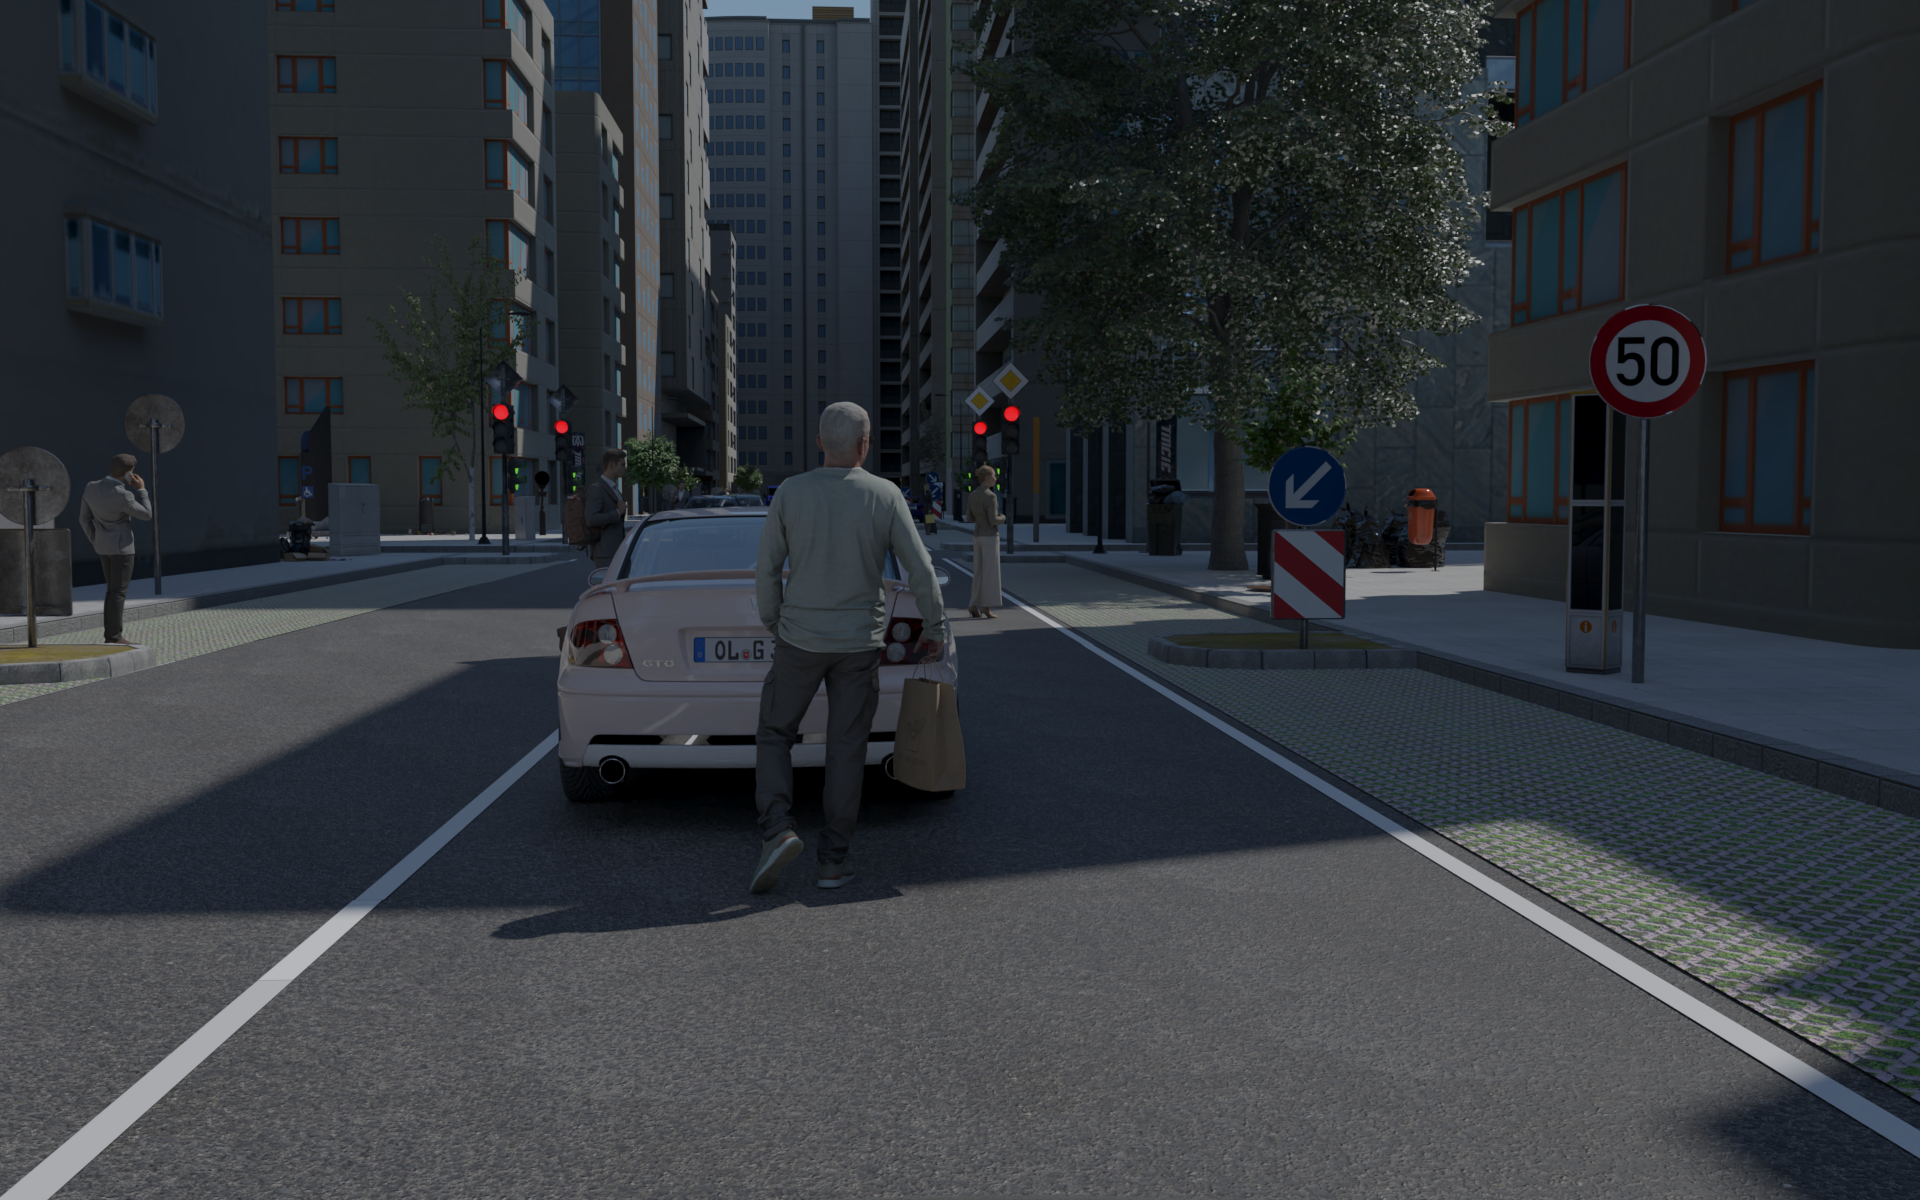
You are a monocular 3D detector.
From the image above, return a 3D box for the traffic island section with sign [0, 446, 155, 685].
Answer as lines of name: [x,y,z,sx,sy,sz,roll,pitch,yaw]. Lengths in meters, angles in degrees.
traffic island section with sign: [-7.624,-0.315,13.773,1.989,1.847,2.006,0,4,-4]

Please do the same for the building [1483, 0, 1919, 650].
building: [21.807,-10.032,9.069,27.650,21.520,28.899,0,4,-4]

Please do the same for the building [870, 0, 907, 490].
building: [-0.629,-47.452,214.096,20.611,71.187,20.563,0,4,-4]

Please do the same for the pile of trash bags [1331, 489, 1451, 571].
pile of trash bags: [7.599,-1.247,30.147,1.912,1.369,3.447,0,4,-3]

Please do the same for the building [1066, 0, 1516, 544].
building: [19.126,-45.370,54.473,31.000,86.520,22.319,0,4,-4]

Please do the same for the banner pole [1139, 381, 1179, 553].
banner pole: [4.342,-2.923,37.806,0.863,3.779,0.401,0,4,-2]

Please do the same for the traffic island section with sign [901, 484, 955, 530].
traffic island section with sign: [-1.218,-3.734,69.674,1.989,1.847,2.006,0,4,-4]

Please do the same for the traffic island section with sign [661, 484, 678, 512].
traffic island section with sign: [-11.625,-3.728,69.589,1.989,1.847,2.006,0,4,-4]

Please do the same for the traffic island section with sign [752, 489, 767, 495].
traffic island section with sign: [-17.086,-8.396,145.904,1.989,1.847,2.006,0,4,-4]

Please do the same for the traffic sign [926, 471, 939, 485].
traffic sign: [-1.539,-5.963,97.599,0.768,2.556,0.104,0,4,-4]

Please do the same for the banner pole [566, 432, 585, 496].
banner pole: [-13.698,-4.368,61.440,0.863,3.779,0.401,-1,4,-12]

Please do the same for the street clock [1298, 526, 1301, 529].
street clock: [7.247,-1.960,36.611,0.471,2.002,0.358,0,4,3]

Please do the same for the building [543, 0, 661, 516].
building: [-26.437,-27.991,107.761,14.600,45.320,14.200,0,4,-4]

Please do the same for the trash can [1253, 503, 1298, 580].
trash can: [4.779,-0.880,26.049,0.748,1.137,0.748,0,3,0]

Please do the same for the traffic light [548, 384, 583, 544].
traffic light: [-10.097,-3.384,44.249,0.839,4.253,0.868,0,4,-4]

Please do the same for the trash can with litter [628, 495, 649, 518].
trash can with litter: [-17.364,-5.048,93.594,2.233,1.210,1.678,0,4,-3]

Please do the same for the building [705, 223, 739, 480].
building: [-30.990,-25.343,186.057,14.107,30.474,14.160,0,4,-4]

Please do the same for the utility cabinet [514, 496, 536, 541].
utility cabinet: [-12.082,-2.258,48.087,0.306,1.237,1.020,-2,4,-31]

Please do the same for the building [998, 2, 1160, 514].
building: [7.796,-31.515,138.974,21.300,48.544,21.600,0,4,-4]

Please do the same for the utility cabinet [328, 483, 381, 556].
utility cabinet: [-12.599,-1.675,36.073,0.318,1.500,1.173,2,4,23]

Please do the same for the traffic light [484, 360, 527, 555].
traffic light: [-9.527,-2.897,36.284,0.839,4.253,0.868,0,4,-4]

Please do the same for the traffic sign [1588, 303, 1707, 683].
traffic sign: [4.606,-0.708,11.689,0.768,2.556,0.104,0,4,6]

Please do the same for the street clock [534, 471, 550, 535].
street clock: [-12.973,-3.010,53.784,0.471,2.002,0.358,-1,4,-19]

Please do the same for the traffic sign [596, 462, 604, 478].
traffic sign: [-13.325,-3.989,65.324,0.768,2.556,0.104,0,4,-2]

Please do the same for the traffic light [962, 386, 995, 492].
traffic light: [0.486,-3.431,45.020,0.839,4.253,0.868,0,4,-4]

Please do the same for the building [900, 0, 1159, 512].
building: [5.556,-32.827,160.429,21.300,48.544,21.600,0,4,-4]

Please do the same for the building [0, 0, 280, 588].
building: [-22.495,-24.222,19.735,21.600,48.544,21.300,0,4,-4]

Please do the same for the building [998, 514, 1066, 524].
building: [12.162,-28.179,84.435,21.300,48.544,21.600,0,4,-4]

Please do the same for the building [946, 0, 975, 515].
building: [6.016,-26.085,110.080,14.154,41.232,14.086,0,4,-4]

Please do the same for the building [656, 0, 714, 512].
building: [-33.207,-33.131,130.928,28.713,52.752,27.495,0,4,-4]

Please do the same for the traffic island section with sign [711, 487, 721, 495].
traffic island section with sign: [-13.581,-5.405,96.991,1.989,1.847,2.006,0,4,-4]

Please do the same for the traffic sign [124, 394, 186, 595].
traffic sign: [-10.217,-1.338,21.990,0.768,2.556,0.104,0,4,-3]

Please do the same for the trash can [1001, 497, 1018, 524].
trash can: [2.099,-3.782,73.490,0.748,1.137,0.748,0,3,0]

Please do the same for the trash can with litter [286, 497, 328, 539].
trash can with litter: [-18.775,-2.322,49.030,1.678,1.210,2.233,-1,4,-22]

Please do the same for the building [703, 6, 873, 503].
building: [-24.990,-41.035,212.922,28.212,58.520,21.231,0,4,-4]

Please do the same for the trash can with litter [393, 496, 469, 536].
trash can with litter: [-16.345,-2.618,53.858,2.233,1.210,1.678,1,4,22]

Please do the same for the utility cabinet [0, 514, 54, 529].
utility cabinet: [-10.793,-0.512,19.534,0.306,1.237,1.020,3,5,39]

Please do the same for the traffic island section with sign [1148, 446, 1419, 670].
traffic island section with sign: [2.694,-0.390,15.002,1.989,1.847,2.006,0,4,-4]

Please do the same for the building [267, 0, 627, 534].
building: [-28.947,-13.650,68.218,27.650,21.520,28.899,0,4,-4]

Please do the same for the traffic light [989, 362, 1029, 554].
traffic light: [1.056,-2.944,37.055,0.839,4.253,0.868,0,4,-4]

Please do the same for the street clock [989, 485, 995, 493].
street clock: [1.225,-4.087,71.390,0.471,2.002,0.358,1,4,11]

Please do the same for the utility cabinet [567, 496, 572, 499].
utility cabinet: [-12.929,-2.848,57.728,0.306,1.237,1.020,0,4,6]

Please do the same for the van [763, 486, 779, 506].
van: [-13.167,-7.447,126.144,2.240,2.365,5.245,0,4,-6]

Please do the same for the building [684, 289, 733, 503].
building: [-35.785,-19.258,159.913,27.650,21.520,28.899,0,4,-4]
